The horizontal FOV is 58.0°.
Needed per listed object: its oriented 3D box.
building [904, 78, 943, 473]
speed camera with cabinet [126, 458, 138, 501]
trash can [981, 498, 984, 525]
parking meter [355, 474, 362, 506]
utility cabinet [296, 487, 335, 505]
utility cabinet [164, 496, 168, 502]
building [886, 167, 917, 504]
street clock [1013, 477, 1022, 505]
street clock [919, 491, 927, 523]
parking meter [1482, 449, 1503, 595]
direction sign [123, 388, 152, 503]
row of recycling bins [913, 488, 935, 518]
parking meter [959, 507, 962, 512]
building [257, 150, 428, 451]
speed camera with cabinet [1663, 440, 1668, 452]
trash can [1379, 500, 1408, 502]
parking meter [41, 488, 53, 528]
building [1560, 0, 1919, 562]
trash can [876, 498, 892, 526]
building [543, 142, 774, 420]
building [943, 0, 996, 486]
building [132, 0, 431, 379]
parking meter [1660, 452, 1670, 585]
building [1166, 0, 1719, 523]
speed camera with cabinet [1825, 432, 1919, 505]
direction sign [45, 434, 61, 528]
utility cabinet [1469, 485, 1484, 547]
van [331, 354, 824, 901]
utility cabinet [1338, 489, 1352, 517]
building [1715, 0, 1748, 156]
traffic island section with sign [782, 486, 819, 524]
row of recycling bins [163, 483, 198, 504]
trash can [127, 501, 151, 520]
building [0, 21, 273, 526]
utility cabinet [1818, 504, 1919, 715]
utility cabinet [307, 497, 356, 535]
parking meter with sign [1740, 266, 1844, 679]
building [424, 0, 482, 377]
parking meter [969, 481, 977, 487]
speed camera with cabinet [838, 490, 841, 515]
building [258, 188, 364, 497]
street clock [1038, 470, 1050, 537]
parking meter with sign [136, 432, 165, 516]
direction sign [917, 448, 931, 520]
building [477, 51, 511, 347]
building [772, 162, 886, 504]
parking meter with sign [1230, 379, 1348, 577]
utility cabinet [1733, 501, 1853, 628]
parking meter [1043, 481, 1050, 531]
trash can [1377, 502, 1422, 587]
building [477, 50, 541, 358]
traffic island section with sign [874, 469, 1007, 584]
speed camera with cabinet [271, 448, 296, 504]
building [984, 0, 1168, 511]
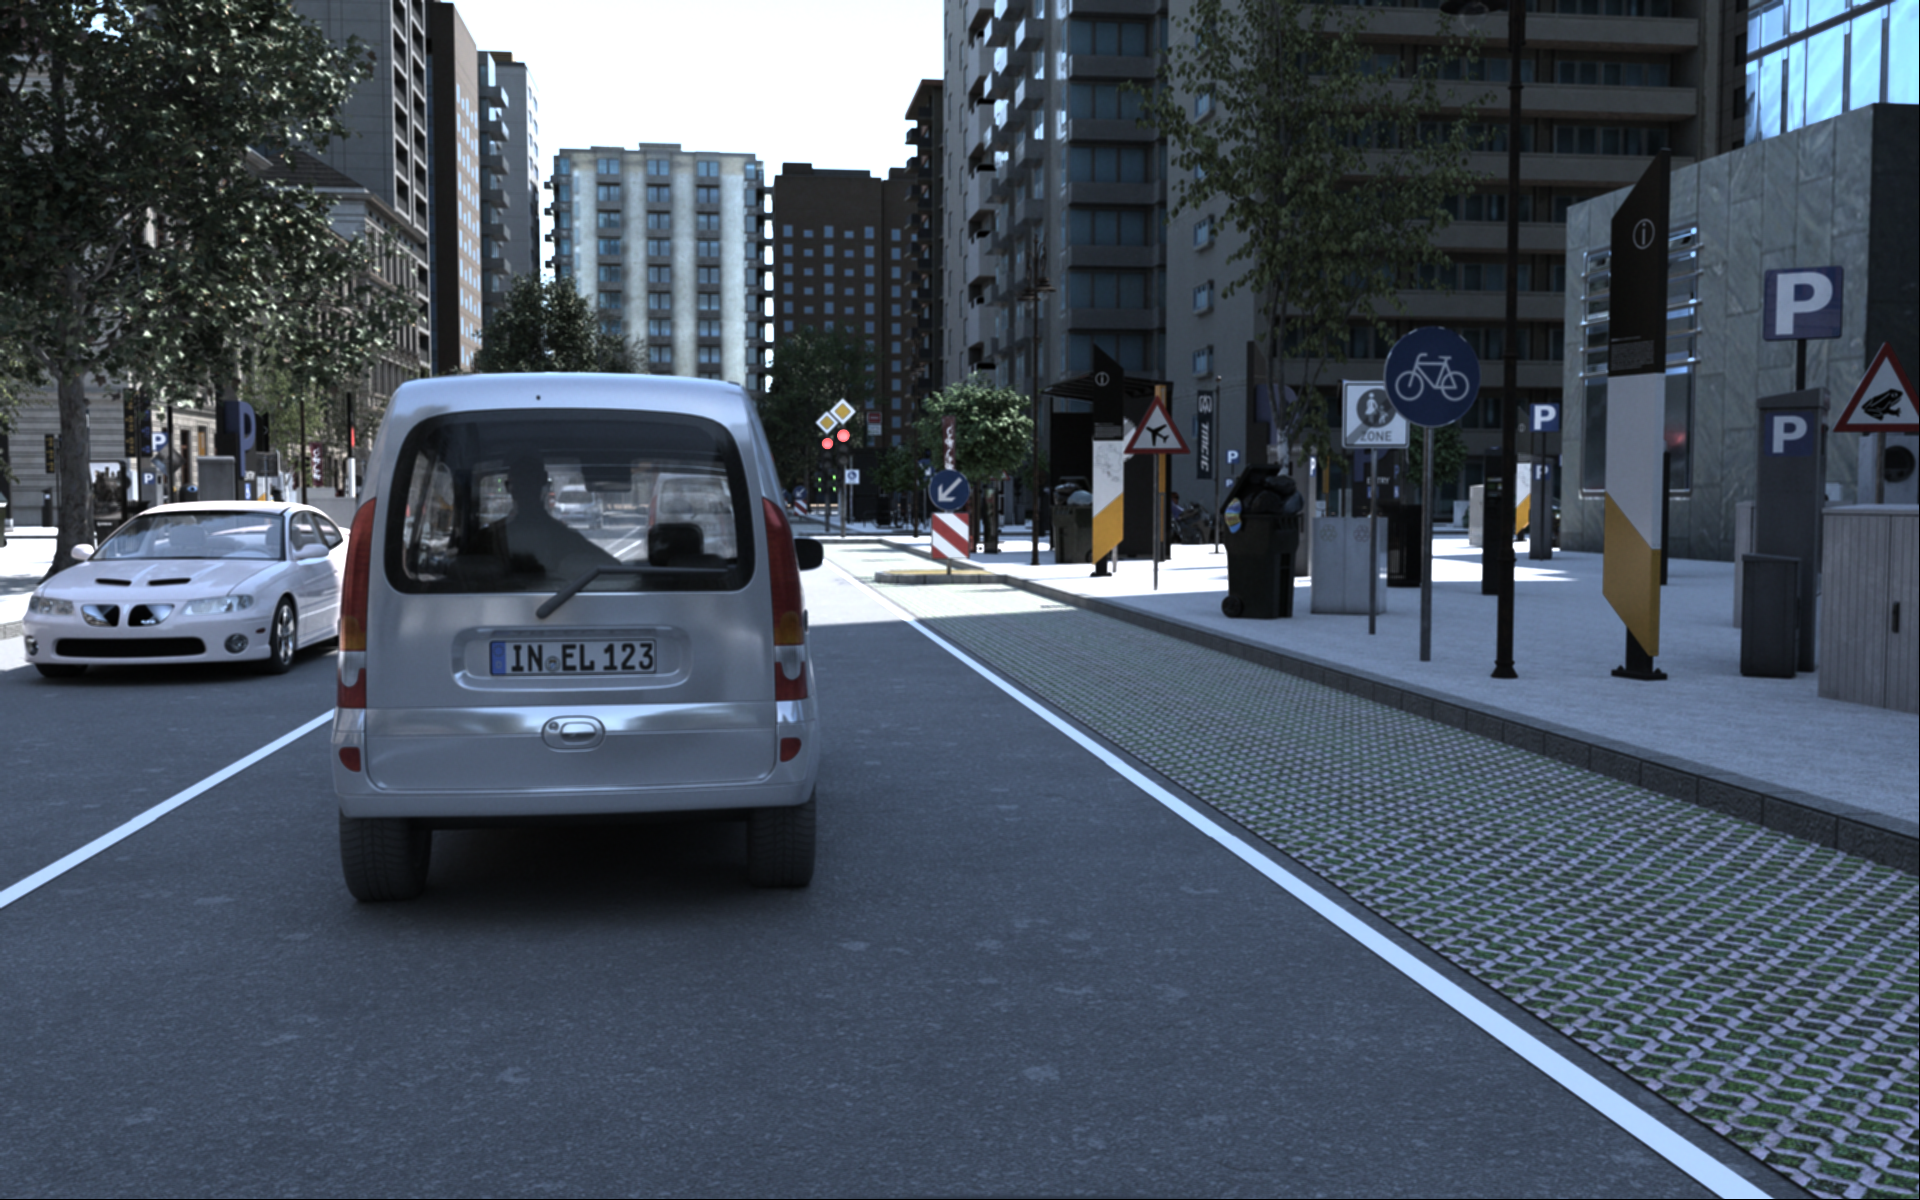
[{"bbox_3d":[5.743,-32.314,182.961,22.147,44.769,28.867,0,4,-8],"label":"building"},{"bbox_3d":[-33.299,-4.495,67.829,2.038,3.252,0.660,0,4,0],"label":"speed camera with cabinet"},{"bbox_3d":[1.198,-3.539,69.514,0.748,1.137,0.748,0,3,0],"label":"trash can"},{"bbox_3d":[-17.177,-2.698,49.825,0.399,1.863,0.255,2,4,24],"label":"parking meter"},{"bbox_3d":[-21.045,-2.931,56.608,1.173,1.500,0.318,-2,4,-30],"label":"utility cabinet"},{"bbox_3d":[-27.513,-2.956,59.495,0.306,1.237,1.020,1,4,19],"label":"utility cabinet"},{"bbox_3d":[-4.178,-36.117,240.618,14.200,45.320,14.600,0,4,-8],"label":"building"},{"bbox_3d":[2.467,-4.256,74.157,0.358,2.002,0.471,2,4,25],"label":"street clock"},{"bbox_3d":[-1.633,-4.450,77.323,0.358,2.002,0.471,0,4,-5],"label":"street clock"},{"bbox_3d":[6.803,-1.000,22.069,0.255,1.863,0.399,1,4,15],"label":"parking meter"},{"bbox_3d":[-17.508,-2.749,36.941,0.876,3.537,0.379,2,4,30],"label":"direction sign"},{"bbox_3d":[-1.965,-5.263,93.162,1.069,1.692,3.534,0,4,6],"label":"row of recycling bins"},{"bbox_3d":[0.105,-3.913,72.388,0.372,1.533,0.369,0,3,0],"label":"parking meter"},{"bbox_3d":[-43.447,-17.681,117.964,11.050,23.489,19.941,0,4,-8],"label":"building"},{"bbox_3d":[21.911,-3.622,53.563,0.660,3.252,2.038,2,4,27],"label":"speed camera with cabinet"},{"bbox_3d":[10.891,-1.950,43.541,0.748,1.137,0.748,0,3,0],"label":"trash can"},{"bbox_3d":[-35.020,-3.549,66.435,0.372,1.533,0.369,0,3,0],"label":"parking meter"},{"bbox_3d":[26.734,-43.434,22.815,22.319,86.520,31.000,0,4,-8],"label":"building"},{"bbox_3d":[-3.101,-3.599,70.501,0.748,1.137,0.748,0,3,0],"label":"trash can"},{"bbox_3d":[-41.060,-37.857,238.564,30.456,49.044,23.786,0,4,-8],"label":"building"},{"bbox_3d":[13.411,-34.581,154.646,28.713,52.752,27.495,0,4,-8],"label":"building"},{"bbox_3d":[-51.374,-42.752,137.252,20.563,71.187,20.611,0,4,-8],"label":"building"},{"bbox_3d":[9.856,-1.152,24.541,0.255,1.863,0.399,0,4,3],"label":"parking meter"},{"bbox_3d":[21.586,-28.231,85.279,21.600,48.544,21.300,0,4,-8],"label":"building"},{"bbox_3d":[13.232,-1.940,26.050,2.038,3.252,0.660,0,4,8],"label":"speed camera with cabinet"},{"bbox_3d":[-34.247,-4.510,65.733,0.876,3.537,0.379,0,4,3],"label":"direction sign"},{"bbox_3d":[12.652,-2.024,41.774,0.318,1.500,1.173,0,4,-7],"label":"utility cabinet"},{"bbox_3d":[-1.557,-0.034,7.561,2.013,2.044,4.112,-1,4,-9],"label":"van"},{"bbox_3d":[16.175,-3.911,72.624,0.318,1.500,1.173,2,4,26],"label":"utility cabinet"},{"bbox_3d":[50.521,-39.728,87.802,20.611,71.187,20.563,0,4,-8],"label":"building"},{"bbox_3d":[-7.854,-4.592,83.712,1.989,1.847,2.006,0,4,-8],"label":"traffic island section with sign"},{"bbox_3d":[-29.340,-3.664,67.013,3.534,1.692,1.069,-3,5,-39],"label":"row of recycling bins"},{"bbox_3d":[-17.060,-1.470,35.683,0.748,1.137,0.748,0,3,0],"label":"trash can"},{"bbox_3d":[-39.477,-14.778,77.783,11.583,22.565,21.152,0,4,-8],"label":"building"},{"bbox_3d":[5.639,0.043,10.455,0.306,1.237,1.020,-1,4,-9],"label":"utility cabinet"},{"bbox_3d":[-13.526,-1.594,37.224,1.020,1.237,0.306,-2,4,-34],"label":"utility cabinet"},{"bbox_3d":[6.088,-1.007,12.728,0.543,3.016,1.738,2,4,30],"label":"parking meter with sign"},{"bbox_3d":[-51.120,-30.917,155.605,14.600,45.320,14.200,0,4,-8],"label":"building"},{"bbox_3d":[0.348,-2.665,49.276,0.399,1.863,0.255,-2,4,-30],"label":"parking meter"},{"bbox_3d":[-7.380,-7.006,108.879,0.660,3.252,2.038,0,4,-4],"label":"speed camera with cabinet"},{"bbox_3d":[-40.961,-14.315,98.677,10.561,19.102,19.286,0,4,-8],"label":"building"},{"bbox_3d":[2.438,-2.894,51.888,0.471,2.002,0.358,2,4,27],"label":"street clock"},{"bbox_3d":[-22.395,-3.162,47.961,0.543,3.016,1.738,-1,4,-10],"label":"parking meter with sign"},{"bbox_3d":[-1.821,-5.759,86.153,0.876,3.537,0.379,-3,4,-38],"label":"direction sign"},{"bbox_3d":[-62.032,-34.068,176.622,30.456,49.044,23.786,0,4,-8],"label":"building"},{"bbox_3d":[-18.321,-35.903,237.128,14.200,45.320,14.600,0,4,-8],"label":"building"},{"bbox_3d":[5.173,-1.881,27.014,1.738,3.016,0.543,2,4,29],"label":"parking meter with sign"},{"bbox_3d":[7.960,-0.331,16.577,1.020,1.237,0.306,0,4,-6],"label":"utility cabinet"},{"bbox_3d":[3.014,-3.316,59.921,0.399,1.863,0.255,0,4,5],"label":"parking meter"},{"bbox_3d":[6.150,-0.754,23.985,0.748,1.137,0.748,0,3,0],"label":"trash can"},{"bbox_3d":[-70.936,-42.237,232.568,28.212,58.520,21.231,0,4,-8],"label":"building"},{"bbox_3d":[-0.371,-1.200,28.242,1.989,1.847,2.006,0,4,-8],"label":"traffic island section with sign"},{"bbox_3d":[-27.489,-4.709,71.334,2.038,3.252,0.660,2,4,33],"label":"speed camera with cabinet"},{"bbox_3d":[13.693,-30.047,110.879,23.786,49.044,30.456,0,4,-8],"label":"building"}]
